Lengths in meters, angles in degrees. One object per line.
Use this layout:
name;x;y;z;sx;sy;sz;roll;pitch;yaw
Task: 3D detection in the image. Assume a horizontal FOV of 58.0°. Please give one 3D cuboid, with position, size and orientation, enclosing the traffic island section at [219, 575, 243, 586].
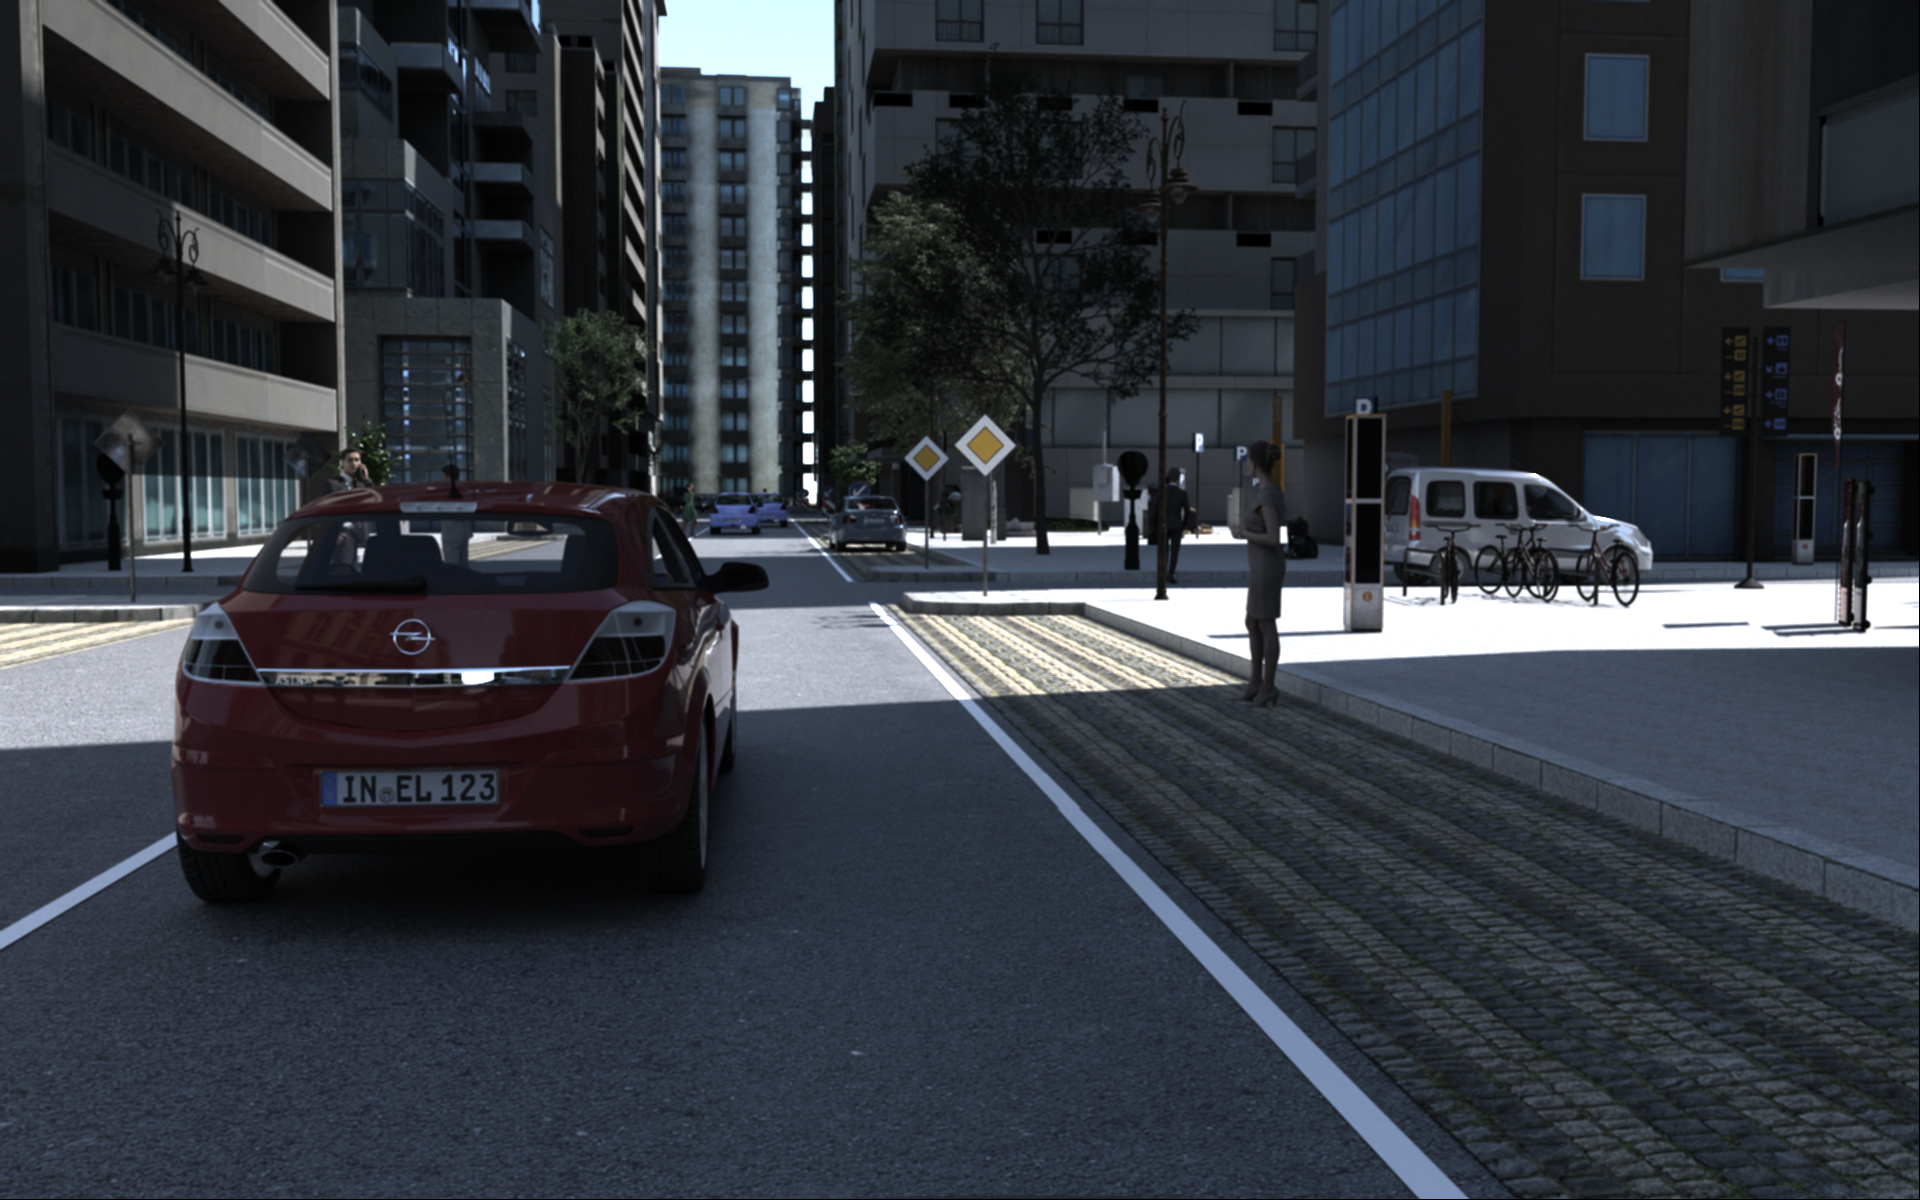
traffic island section;-10.729;-0.381;28.513;2.009;0.180;2.903;0;4;-6

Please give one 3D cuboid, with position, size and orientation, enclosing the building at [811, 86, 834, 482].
building;-9.293;-33.290;194.394;14.200;45.320;14.600;0;4;-6

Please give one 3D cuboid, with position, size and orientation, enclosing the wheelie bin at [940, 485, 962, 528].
wheelie bin;-0.254;-3.077;58.212;0.693;1.594;0.980;-3;5;-42

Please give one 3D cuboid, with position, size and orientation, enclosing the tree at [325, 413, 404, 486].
tree;-14.264;-2.878;41.655;1.663;3.219;1.824;0;3;0

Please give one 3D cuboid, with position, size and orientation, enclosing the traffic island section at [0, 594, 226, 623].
traffic island section;-9.845;0.104;20.577;2.009;0.180;2.903;0;4;-6

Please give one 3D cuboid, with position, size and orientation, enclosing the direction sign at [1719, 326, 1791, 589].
direction sign;10.763;-1.928;23.515;0.876;3.537;0.379;0;4;7

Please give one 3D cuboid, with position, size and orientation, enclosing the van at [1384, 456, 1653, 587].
van;8.631;-1.219;26.945;4.112;2.044;2.013;0;4;-6

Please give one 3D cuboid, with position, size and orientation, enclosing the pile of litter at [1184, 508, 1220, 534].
pile of litter;7.601;-2.546;55.587;1.719;0.858;1.176;-1;4;-16

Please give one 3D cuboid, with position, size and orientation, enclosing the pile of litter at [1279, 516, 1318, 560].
pile of litter;6.456;-1.249;34.380;1.719;0.858;1.176;-3;4;-38

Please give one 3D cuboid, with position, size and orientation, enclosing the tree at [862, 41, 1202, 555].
tree;1.427;-6.246;36.531;7.601;10.594;8.767;0;4;-8

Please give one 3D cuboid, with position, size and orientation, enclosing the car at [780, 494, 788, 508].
car;-9.814;-4.904;88.969;1.959;1.807;4.718;0;4;-7

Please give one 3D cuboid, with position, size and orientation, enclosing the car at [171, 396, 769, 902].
car;-1.933;0.087;7.625;2.155;1.783;4.494;0;4;-5

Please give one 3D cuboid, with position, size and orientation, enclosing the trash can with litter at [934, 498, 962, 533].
trash can with litter;-0.280;-2.761;56.536;1.055;1.170;0.624;-3;5;-41

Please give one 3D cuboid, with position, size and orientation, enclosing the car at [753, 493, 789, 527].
car;-8.414;-4.034;75.552;1.945;1.707;3.694;0;4;-8

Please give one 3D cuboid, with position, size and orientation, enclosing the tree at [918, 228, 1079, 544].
tree;0.893;-5.727;43.993;4.360;8.622;3.978;0;3;0

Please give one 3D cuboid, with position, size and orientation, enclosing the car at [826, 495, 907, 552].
car;-2.382;-1.967;44.159;2.014;1.417;4.499;0;4;-8

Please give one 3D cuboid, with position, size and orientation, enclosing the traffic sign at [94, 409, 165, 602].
traffic sign;-9.822;-1.032;20.518;0.795;2.450;0.064;0;4;-6

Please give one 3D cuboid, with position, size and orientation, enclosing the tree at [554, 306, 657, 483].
tree;-20.773;-10.342;94.849;9.928;11.665;9.643;0;3;0

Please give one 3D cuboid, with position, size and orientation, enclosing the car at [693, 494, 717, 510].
car;-20.047;-7.571;135.582;2.131;1.459;4.920;0;4;-7

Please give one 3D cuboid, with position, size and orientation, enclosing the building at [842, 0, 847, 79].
building;-0.400;-28.298;112.786;14.600;45.320;14.200;0;4;-6

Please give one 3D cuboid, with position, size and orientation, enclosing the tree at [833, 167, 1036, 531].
tree;-1.125;-8.727;60.811;7.486;12.596;7.792;0;3;0

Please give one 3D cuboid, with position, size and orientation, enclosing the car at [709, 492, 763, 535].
car;-8.060;-3.222;62.277;1.945;1.707;3.694;0;4;-5

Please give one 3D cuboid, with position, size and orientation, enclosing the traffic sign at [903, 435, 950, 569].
traffic sign;-0.572;-1.585;29.558;0.795;2.450;0.064;0;4;-6

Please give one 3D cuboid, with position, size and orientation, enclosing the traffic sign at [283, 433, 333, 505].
traffic sign;-10.706;-1.518;28.454;0.795;2.450;0.064;0;4;-6

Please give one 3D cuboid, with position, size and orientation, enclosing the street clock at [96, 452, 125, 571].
street clock;-14.188;-1.495;29.009;0.471;2.002;0.358;-2;4;-25

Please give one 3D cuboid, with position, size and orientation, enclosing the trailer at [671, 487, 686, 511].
trailer;-23.328;-8.376;143.999;1.471;1.999;3.904;0;4;-7

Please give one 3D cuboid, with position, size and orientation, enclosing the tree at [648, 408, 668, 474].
tree;-26.484;-11.817;143.562;4.360;8.622;3.978;0;3;0

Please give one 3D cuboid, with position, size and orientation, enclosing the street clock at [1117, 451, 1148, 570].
street clock;2.908;-1.507;29.214;0.471;2.002;0.358;2;4;35

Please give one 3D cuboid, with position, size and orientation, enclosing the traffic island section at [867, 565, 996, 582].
traffic island section;-0.550;-0.450;29.638;2.009;0.180;2.903;0;4;-6

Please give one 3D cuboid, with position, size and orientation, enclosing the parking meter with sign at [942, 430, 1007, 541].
parking meter with sign;0.399;-3.148;47.725;1.738;3.016;0.543;0;4;-3

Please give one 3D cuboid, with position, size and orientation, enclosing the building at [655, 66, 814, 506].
building;-32.162;-35.313;196.975;30.456;49.044;23.786;0;4;-6

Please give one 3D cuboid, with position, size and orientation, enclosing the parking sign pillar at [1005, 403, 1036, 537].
parking sign pillar;1.771;-3.871;51.769;1.447;3.967;1.447;-1;4;-21

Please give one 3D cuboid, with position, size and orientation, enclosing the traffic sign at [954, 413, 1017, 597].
traffic sign;0.312;-1.100;21.622;0.795;2.450;0.064;0;4;-6

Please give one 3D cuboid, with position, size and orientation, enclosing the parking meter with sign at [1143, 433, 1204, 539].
parking meter with sign;6.113;-3.289;50.031;1.738;3.016;0.543;2;4;33

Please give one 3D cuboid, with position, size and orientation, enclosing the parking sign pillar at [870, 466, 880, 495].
parking sign pillar;-5.103;-7.035;103.497;1.447;3.967;1.447;-1;4;-10

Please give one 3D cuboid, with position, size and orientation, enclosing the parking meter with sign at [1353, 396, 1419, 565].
parking meter with sign;7.982;-2.158;31.547;1.738;3.016;0.543;-2;4;-30

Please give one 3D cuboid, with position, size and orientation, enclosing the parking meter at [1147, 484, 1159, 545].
parking meter;4.919;-2.158;43.697;0.372;1.533;0.369;0;3;0

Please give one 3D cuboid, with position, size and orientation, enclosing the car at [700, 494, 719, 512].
car;-20.318;-7.944;141.680;2.131;1.459;4.920;0;4;-7

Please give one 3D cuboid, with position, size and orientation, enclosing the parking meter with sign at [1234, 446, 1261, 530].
parking meter with sign;10.375;-4.004;61.730;0.543;3.016;1.738;-1;4;-16

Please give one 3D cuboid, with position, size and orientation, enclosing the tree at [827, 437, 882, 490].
tree;-6.033;-7.117;100.077;4.285;4.588;4.351;0;3;0

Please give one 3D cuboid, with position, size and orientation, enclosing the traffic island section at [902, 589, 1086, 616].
traffic island section;0.335;0.035;21.702;2.009;0.180;2.903;0;4;-6
